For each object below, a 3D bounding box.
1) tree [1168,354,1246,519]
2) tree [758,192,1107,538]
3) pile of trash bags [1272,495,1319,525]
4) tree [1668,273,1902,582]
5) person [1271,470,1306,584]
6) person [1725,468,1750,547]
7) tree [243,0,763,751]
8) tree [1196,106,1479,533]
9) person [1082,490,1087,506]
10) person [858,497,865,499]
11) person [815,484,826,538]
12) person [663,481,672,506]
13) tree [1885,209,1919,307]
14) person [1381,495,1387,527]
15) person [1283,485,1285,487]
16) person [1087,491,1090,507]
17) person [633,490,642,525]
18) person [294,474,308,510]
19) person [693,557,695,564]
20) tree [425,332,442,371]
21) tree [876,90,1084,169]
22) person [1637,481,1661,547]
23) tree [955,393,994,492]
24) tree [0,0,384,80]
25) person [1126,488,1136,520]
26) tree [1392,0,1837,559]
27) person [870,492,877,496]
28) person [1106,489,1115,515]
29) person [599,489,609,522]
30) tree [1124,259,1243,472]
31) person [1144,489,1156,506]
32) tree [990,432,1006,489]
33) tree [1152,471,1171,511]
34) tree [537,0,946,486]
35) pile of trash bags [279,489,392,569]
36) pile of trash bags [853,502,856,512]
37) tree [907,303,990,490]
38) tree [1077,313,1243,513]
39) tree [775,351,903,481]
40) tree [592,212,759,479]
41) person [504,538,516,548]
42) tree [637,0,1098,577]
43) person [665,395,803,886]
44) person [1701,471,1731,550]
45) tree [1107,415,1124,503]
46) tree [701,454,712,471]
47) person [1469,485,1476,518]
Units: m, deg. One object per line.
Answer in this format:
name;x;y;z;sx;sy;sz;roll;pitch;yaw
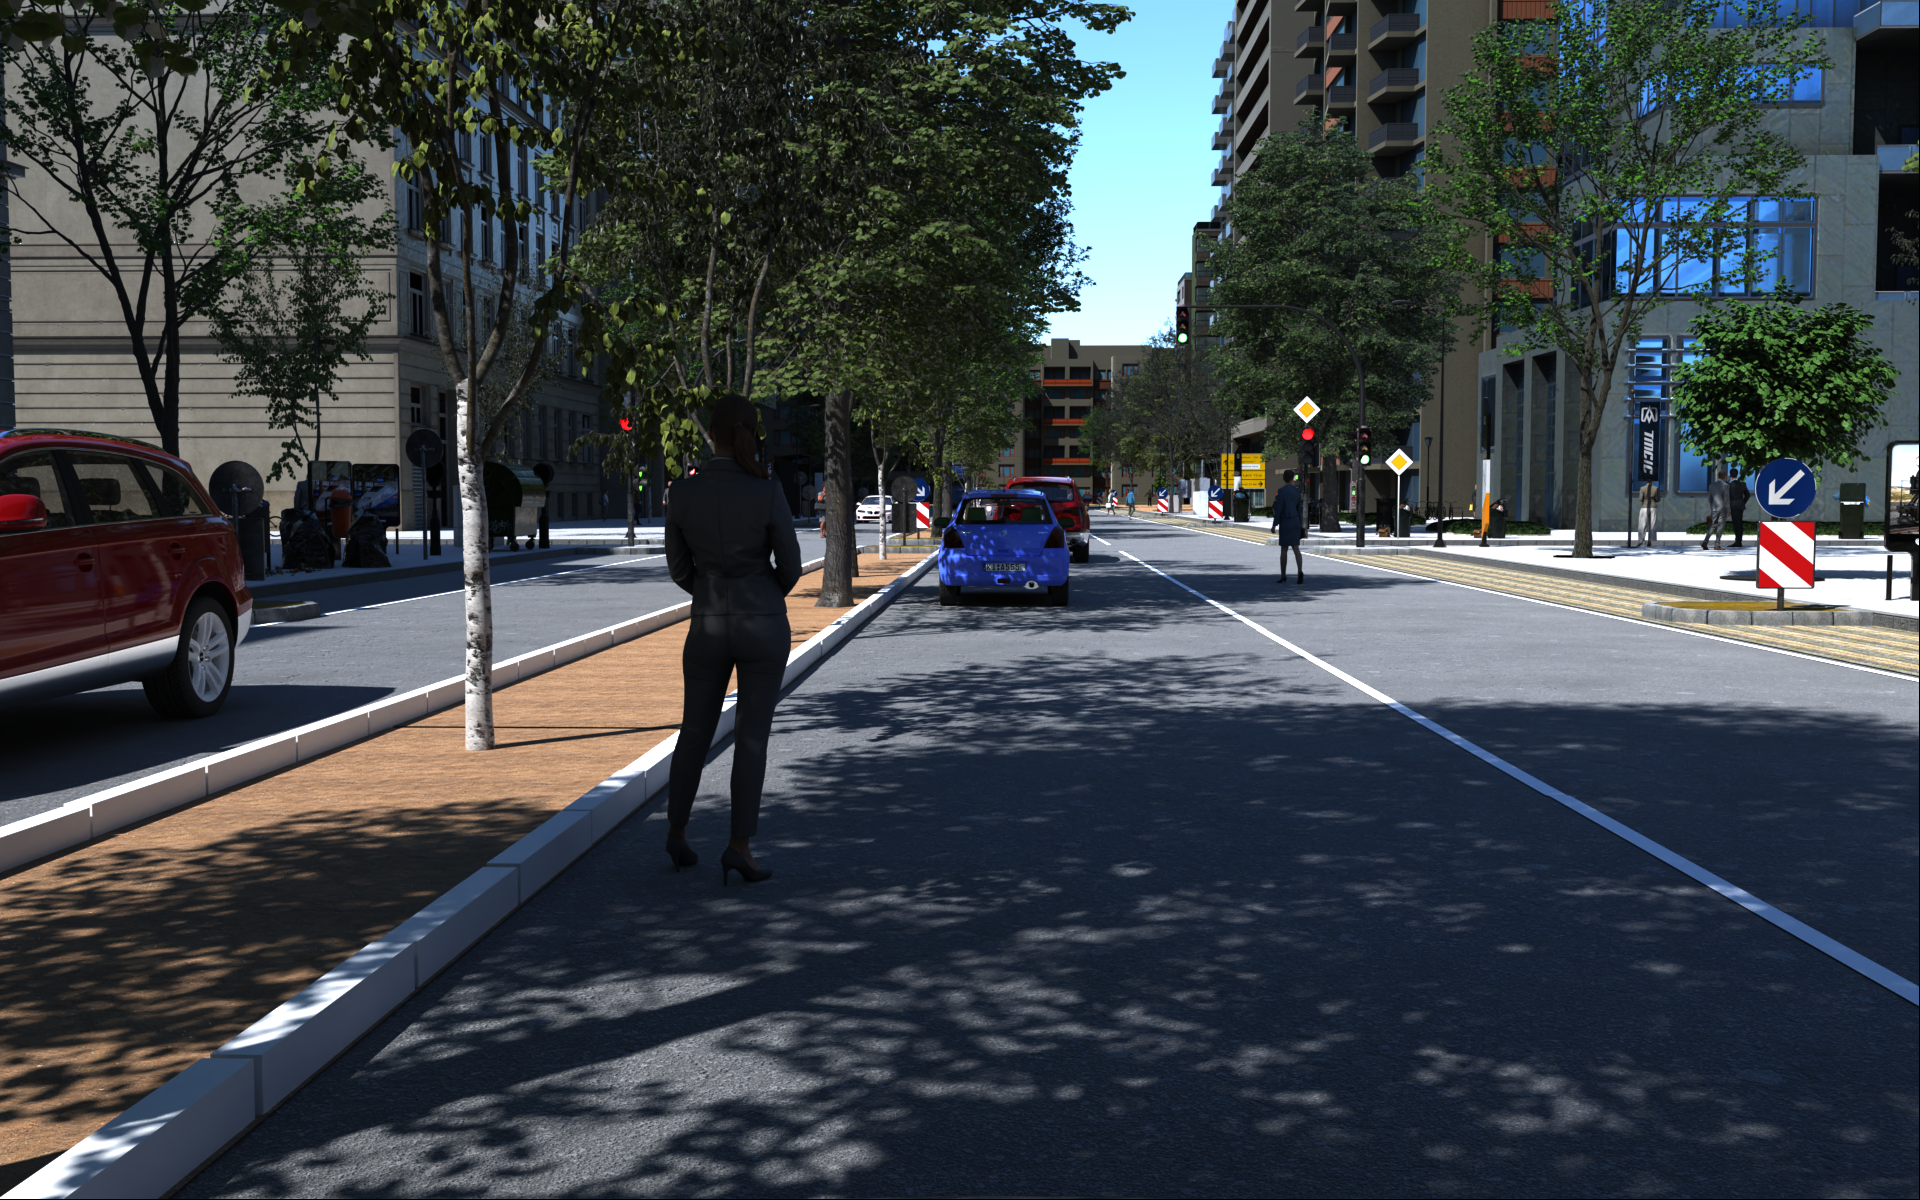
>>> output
tree;13.049;-8.517;89.611;4.360;8.622;3.978;0;3;0
tree;-0.622;-7.672;53.655;9.928;11.665;9.643;0;3;0
pile of trash bags;14.142;-3.901;73.536;1.912;1.369;3.447;-1;4;-11
tree;12.153;-2.574;25.799;4.285;4.588;4.351;0;3;0
person;5.268;-1.173;27.697;0.581;1.822;0.654;-1;4;-9
person;18.703;-2.229;41.845;0.648;1.900;0.474;-2;4;-29
tree;-2.649;-3.447;9.179;4.737;8.622;4.395;0;3;0
tree;12.346;-9.213;57.287;9.857;13.997;8.962;0;3;0
person;10.834;-8.668;150.740;0.721;1.766;1.217;-2;4;-28
person;-8.192;-8.560;146.719;1.217;1.735;0.721;3;5;40
person;-4.433;-2.920;56.604;0.532;1.782;0.716;3;5;44
person;-11.131;-3.694;66.831;0.661;1.777;0.834;0;4;-5
tree;17.276;-4.704;27.277;4.360;8.622;3.978;0;3;0
person;15.924;-3.312;64.882;0.352;1.250;0.332;2;4;35
person;18.698;-5.734;100.073;0.850;1.792;0.678;0;4;4
person;13.699;-10.835;186.371;0.721;1.743;1.217;3;5;44
person;-13.340;-4.011;71.534;0.656;1.842;0.836;2;4;26
person;-13.716;-1.840;36.312;0.592;1.802;0.473;-2;4;-30
person;-5.054;-1.624;35.142;0.778;1.811;0.616;-3;5;-39
tree;-13.575;-6.227;52.173;4.360;8.622;3.978;0;3;0
tree;-1.724;-13.097;72.477;12.611;20.169;13.585;0;3;0
person;16.822;-2.185;42.313;0.519;1.759;0.362;1;4;13
tree;0.289;-8.637;94.041;4.360;8.622;3.978;0;3;0
tree;-2.746;-5.032;2.859;7.486;12.596;7.792;0;3;0
person;9.542;-5.378;96.772;0.444;1.785;0.601;-2;4;-32
tree;12.684;-6.646;34.414;9.928;11.665;9.643;0;3;0
person;-9.934;-11.904;200.685;1.348;1.823;0.705;-3;5;-44
person;10.203;-6.623;117.142;0.624;1.780;0.694;2;4;34
person;-16.281;-4.334;79.497;0.503;1.515;0.523;2;4;35
tree;13.403;-8.668;67.484;9.928;11.665;9.643;0;3;0
person;20.334;-10.965;185.457;1.348;1.807;0.705;2;4;30
tree;0.918;-9.720;111.736;4.737;8.622;4.395;0;3;0
tree;14.887;-8.271;129.837;1.663;3.219;1.824;0;3;0
tree;-2.145;-3.872;16.129;4.360;8.622;3.978;0;3;0
pile of trash bags;-11.273;-1.318;31.309;1.912;1.369;3.447;-1;4;-17
pile of trash bags;-8.901;-6.766;120.384;1.912;1.369;3.447;3;5;44
tree;-1.644;-5.157;37.144;4.737;8.622;4.395;0;3;0
tree;14.406;-12.606;116.483;12.009;13.543;11.850;0;3;0
tree;-8.260;-13.397;125.698;9.857;13.997;8.962;0;3;0
tree;-9.638;-8.309;61.601;9.928;11.665;9.643;0;3;0
person;-10.731;-1.895;41.276;0.306;1.304;0.590;1;4;15
tree;-1.837;-5.678;29.708;8.767;10.594;7.601;0;4;2
person;-0.849;0.141;6.466;0.520;1.790;0.573;0;4;-6
person;17.387;-2.049;39.666;0.853;1.813;0.709;-2;4;-30
tree;17.121;-16.869;201.555;9.928;11.665;9.643;0;3;0
tree;-9.942;-4.711;71.626;1.663;3.219;1.824;0;3;0
person;27.022;-5.157;90.585;0.699;1.804;1.509;1;4;16
